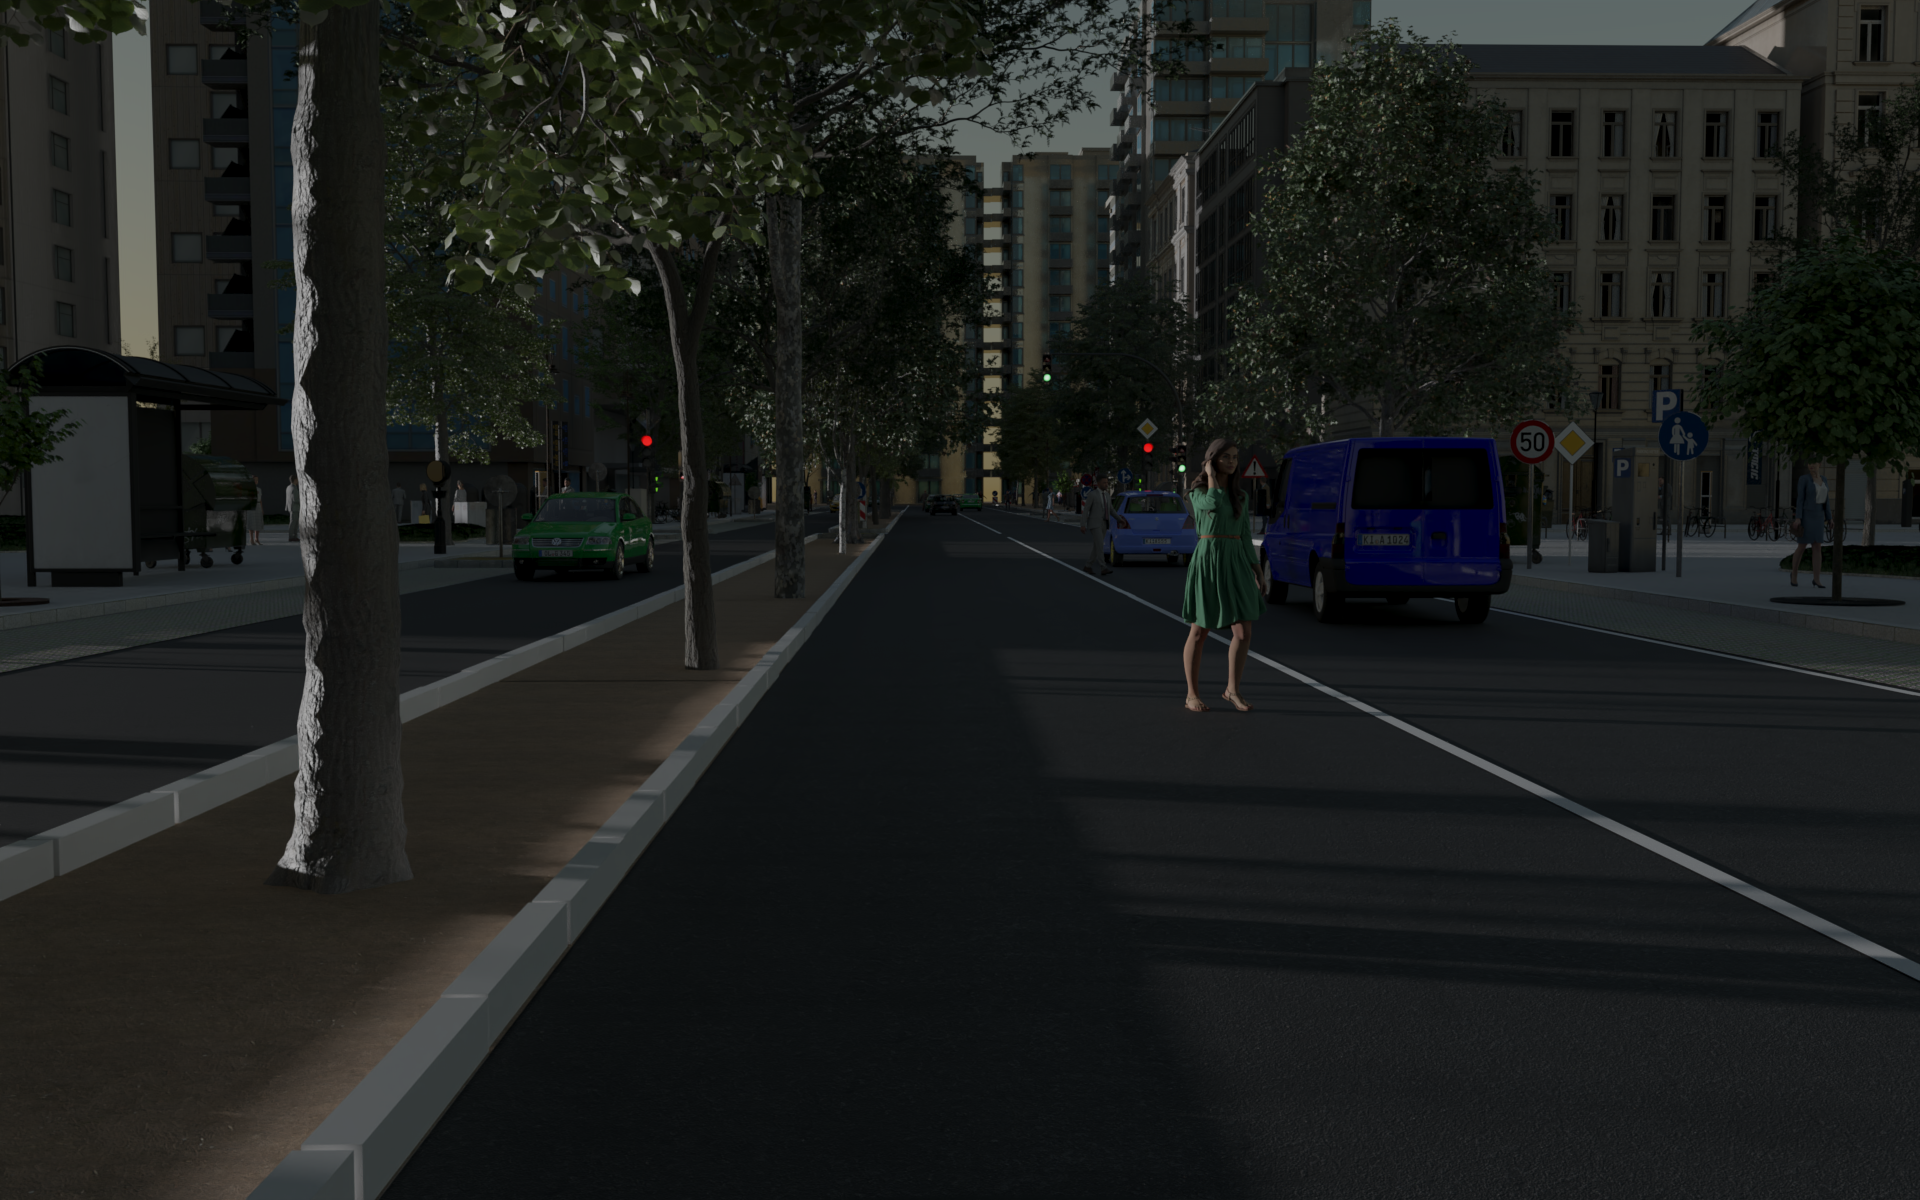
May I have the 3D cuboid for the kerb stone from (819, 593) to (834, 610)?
[{"bbox_3d":[-1.674,0.053,21.325,0.120,0.150,1.000,0,4,-1],"label":"kerb stone"}]

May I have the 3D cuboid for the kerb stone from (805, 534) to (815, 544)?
[{"bbox_3d":[-4.523,-1.824,52.024,0.120,0.150,1.000,0,4,-1],"label":"kerb stone"}]

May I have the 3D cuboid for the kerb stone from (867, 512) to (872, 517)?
[{"bbox_3d":[-6.165,-5.933,119.202,0.120,0.150,1.000,0,4,-1],"label":"kerb stone"}]

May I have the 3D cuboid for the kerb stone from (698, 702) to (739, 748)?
[{"bbox_3d":[-1.409,0.742,10.061,0.120,0.150,1.000,0,4,-1],"label":"kerb stone"}]

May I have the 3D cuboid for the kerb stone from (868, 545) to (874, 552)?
[{"bbox_3d":[-2.150,-1.137,40.806,0.120,0.150,1.000,0,4,-1],"label":"kerb stone"}]

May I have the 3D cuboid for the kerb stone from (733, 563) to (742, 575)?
[{"bbox_3d":[-3.998,-0.508,30.501,0.120,0.150,1.000,0,4,-1],"label":"kerb stone"}]

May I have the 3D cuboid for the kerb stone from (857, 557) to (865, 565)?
[{"bbox_3d":[-1.978,-0.700,33.634,0.120,0.150,1.000,0,4,-1],"label":"kerb stone"}]

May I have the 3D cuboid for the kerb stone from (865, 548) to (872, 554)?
[{"bbox_3d":[-2.105,-1.013,38.761,0.120,0.150,1.000,0,4,-1],"label":"kerb stone"}]

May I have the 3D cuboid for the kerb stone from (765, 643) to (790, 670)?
[{"bbox_3d":[-1.508,0.492,14.159,0.120,0.150,1.000,0,4,-1],"label":"kerb stone"}]

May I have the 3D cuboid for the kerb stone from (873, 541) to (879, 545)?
[{"bbox_3d":[-2.249,-1.386,44.917,0.120,0.150,1.000,0,4,-1],"label":"kerb stone"}]

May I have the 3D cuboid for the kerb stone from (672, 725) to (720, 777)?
[{"bbox_3d":[-1.382,0.807,9.039,0.120,0.150,1.000,0,4,-1],"label":"kerb stone"}]

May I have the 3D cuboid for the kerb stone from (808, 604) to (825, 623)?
[{"bbox_3d":[-1.621,0.178,19.281,0.120,0.150,1.000,0,4,-1],"label":"kerb stone"}]

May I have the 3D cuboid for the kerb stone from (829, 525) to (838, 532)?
[{"bbox_3d":[-4.890,-2.735,66.926,0.120,0.150,1.000,0,4,-1],"label":"kerb stone"}]

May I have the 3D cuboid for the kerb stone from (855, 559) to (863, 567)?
[{"bbox_3d":[-1.954,-0.635,32.599,0.120,0.150,1.000,0,4,-1],"label":"kerb stone"}]

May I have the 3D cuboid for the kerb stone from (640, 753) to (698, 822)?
[{"bbox_3d":[-1.350,0.868,8.008,0.120,0.150,1.000,0,4,-1],"label":"kerb stone"}]

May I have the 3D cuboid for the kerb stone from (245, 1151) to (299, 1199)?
[{"bbox_3d":[-1.233,1.181,2.890,0.120,0.150,1.000,0,4,-1],"label":"kerb stone"}]

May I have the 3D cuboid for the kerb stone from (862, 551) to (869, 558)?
[{"bbox_3d":[-2.048,-0.887,36.702,0.120,0.150,1.000,0,4,-1],"label":"kerb stone"}]

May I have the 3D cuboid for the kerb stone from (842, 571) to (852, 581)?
[{"bbox_3d":[-1.827,-0.323,27.473,0.120,0.150,1.000,0,4,-1],"label":"kerb stone"}]

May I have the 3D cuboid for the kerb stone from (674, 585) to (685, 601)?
[{"bbox_3d":[-3.823,-0.070,23.344,0.120,0.150,1.000,0,4,-1],"label":"kerb stone"}]

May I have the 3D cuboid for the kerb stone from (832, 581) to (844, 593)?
[{"bbox_3d":[-1.751,-0.131,24.394,0.120,0.150,1.000,0,4,-1],"label":"kerb stone"}]

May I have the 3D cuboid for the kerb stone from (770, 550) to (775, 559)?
[{"bbox_3d":[-4.173,-0.945,37.664,0.120,0.150,1.000,0,4,-1],"label":"kerb stone"}]

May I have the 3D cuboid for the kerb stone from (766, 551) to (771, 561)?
[{"bbox_3d":[-4.153,-0.883,36.639,0.120,0.150,1.000,0,4,-1],"label":"kerb stone"}]

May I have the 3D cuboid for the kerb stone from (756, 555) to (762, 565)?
[{"bbox_3d":[-4.103,-0.758,34.589,0.120,0.150,1.000,0,4,-1],"label":"kerb stone"}]

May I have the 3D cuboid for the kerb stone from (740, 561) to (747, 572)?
[{"bbox_3d":[-4.025,-0.570,31.523,0.120,0.150,1.000,0,4,-1],"label":"kerb stone"}]

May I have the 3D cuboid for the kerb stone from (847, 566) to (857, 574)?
[{"bbox_3d":[-1.879,-0.448,29.526,0.120,0.150,1.000,0,4,-1],"label":"kerb stone"}]

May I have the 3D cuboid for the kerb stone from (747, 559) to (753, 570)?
[{"bbox_3d":[-4.055,-0.628,32.546,0.120,0.150,1.000,0,4,-1],"label":"kerb stone"}]

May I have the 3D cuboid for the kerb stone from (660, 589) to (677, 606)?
[{"bbox_3d":[-3.811,-0.006,22.312,0.120,0.150,1.000,0,4,-1],"label":"kerb stone"}]

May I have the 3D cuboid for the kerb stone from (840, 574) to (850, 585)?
[{"bbox_3d":[-1.803,-0.260,26.449,0.120,0.150,1.000,0,4,-1],"label":"kerb stone"}]

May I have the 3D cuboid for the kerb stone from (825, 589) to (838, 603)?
[{"bbox_3d":[-1.697,-0.008,22.346,0.120,0.150,1.000,0,4,-1],"label":"kerb stone"}]

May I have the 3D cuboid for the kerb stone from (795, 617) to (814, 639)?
[{"bbox_3d":[-1.570,0.304,17.224,0.120,0.150,1.000,0,4,-1],"label":"kerb stone"}]

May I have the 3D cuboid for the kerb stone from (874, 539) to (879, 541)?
[{"bbox_3d":[-2.278,-1.452,45.938,0.120,0.150,1.000,0,4,-1],"label":"kerb stone"}]

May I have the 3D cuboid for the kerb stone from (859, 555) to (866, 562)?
[{"bbox_3d":[-2.000,-0.762,34.659,0.120,0.150,1.000,0,4,-1],"label":"kerb stone"}]

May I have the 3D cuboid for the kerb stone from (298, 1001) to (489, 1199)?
[{"bbox_3d":[-1.251,1.118,3.917,0.120,0.150,1.000,0,4,-1],"label":"kerb stone"}]

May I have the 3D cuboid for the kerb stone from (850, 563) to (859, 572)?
[{"bbox_3d":[-1.913,-0.511,30.547,0.120,0.150,1.000,0,4,-1],"label":"kerb stone"}]

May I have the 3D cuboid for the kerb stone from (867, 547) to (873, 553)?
[{"bbox_3d":[-2.127,-1.076,39.783,0.120,0.150,1.000,0,4,-1],"label":"kerb stone"}]

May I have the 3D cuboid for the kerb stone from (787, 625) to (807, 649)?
[{"bbox_3d":[-1.550,0.367,16.203,0.120,0.150,1.000,0,4,-1],"label":"kerb stone"}]

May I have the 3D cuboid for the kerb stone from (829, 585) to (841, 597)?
[{"bbox_3d":[-1.725,-0.067,23.371,0.120,0.150,1.000,0,4,-1],"label":"kerb stone"}]

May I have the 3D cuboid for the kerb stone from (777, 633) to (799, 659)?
[{"bbox_3d":[-1.527,0.430,15.181,0.120,0.150,1.000,0,4,-1],"label":"kerb stone"}]

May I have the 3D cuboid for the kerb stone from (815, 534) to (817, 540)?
[{"bbox_3d":[-4.548,-1.887,53.050,0.120,0.150,1.000,0,4,-1],"label":"kerb stone"}]

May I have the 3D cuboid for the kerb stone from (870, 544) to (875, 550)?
[{"bbox_3d":[-2.178,-1.201,41.828,0.120,0.150,1.000,0,4,-1],"label":"kerb stone"}]

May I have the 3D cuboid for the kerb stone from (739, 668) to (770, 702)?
[{"bbox_3d":[-1.452,0.617,12.104,0.120,0.150,1.000,0,4,-1],"label":"kerb stone"}]

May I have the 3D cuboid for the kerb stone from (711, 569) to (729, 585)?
[{"bbox_3d":[-3.953,-0.376,28.456,0.120,0.150,1.000,0,4,-1],"label":"kerb stone"}]

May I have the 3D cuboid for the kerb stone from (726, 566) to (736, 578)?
[{"bbox_3d":[-3.976,-0.442,29.478,0.120,0.150,1.000,0,4,-1],"label":"kerb stone"}]

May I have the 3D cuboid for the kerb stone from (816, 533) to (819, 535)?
[{"bbox_3d":[-4.577,-1.950,54.079,0.120,0.150,1.000,0,4,-1],"label":"kerb stone"}]

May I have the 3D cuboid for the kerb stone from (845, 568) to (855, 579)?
[{"bbox_3d":[-1.854,-0.385,28.495,0.120,0.150,1.000,0,4,-1],"label":"kerb stone"}]

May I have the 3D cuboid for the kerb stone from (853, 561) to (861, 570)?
[{"bbox_3d":[-1.927,-0.574,31.573,0.120,0.150,1.000,0,4,-1],"label":"kerb stone"}]

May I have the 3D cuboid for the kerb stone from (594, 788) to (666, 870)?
[{"bbox_3d":[-1.330,0.930,6.987,0.120,0.150,1.000,0,4,-1],"label":"kerb stone"}]

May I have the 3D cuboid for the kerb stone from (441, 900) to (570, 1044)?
[{"bbox_3d":[-1.282,1.055,4.943,0.120,0.150,1.000,0,4,-1],"label":"kerb stone"}]

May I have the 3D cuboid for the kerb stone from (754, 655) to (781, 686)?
[{"bbox_3d":[-1.473,0.555,13.128,0.120,0.150,1.000,0,4,-1],"label":"kerb stone"}]

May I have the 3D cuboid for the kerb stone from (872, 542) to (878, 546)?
[{"bbox_3d":[-2.223,-1.324,43.886,0.120,0.150,1.000,0,4,-1],"label":"kerb stone"}]

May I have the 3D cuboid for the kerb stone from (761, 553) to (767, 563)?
[{"bbox_3d":[-4.121,-0.821,35.612,0.120,0.150,1.000,0,4,-1],"label":"kerb stone"}]

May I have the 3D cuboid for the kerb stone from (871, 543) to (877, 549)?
[{"bbox_3d":[-2.194,-1.263,42.850,0.120,0.150,1.000,0,4,-1],"label":"kerb stone"}]

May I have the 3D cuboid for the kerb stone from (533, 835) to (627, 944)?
[{"bbox_3d":[-1.301,0.993,5.965,0.120,0.150,1.000,0,4,-1],"label":"kerb stone"}]

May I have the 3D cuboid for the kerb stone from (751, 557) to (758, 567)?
[{"bbox_3d":[-4.074,-0.684,33.568,0.120,0.150,1.000,0,4,-1],"label":"kerb stone"}]

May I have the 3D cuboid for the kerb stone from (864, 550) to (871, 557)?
[{"bbox_3d":[-2.077,-0.950,37.734,0.120,0.150,1.000,0,4,-1],"label":"kerb stone"}]

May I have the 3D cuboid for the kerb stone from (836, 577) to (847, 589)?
[{"bbox_3d":[-1.777,-0.198,25.427,0.120,0.150,1.000,0,4,-1],"label":"kerb stone"}]

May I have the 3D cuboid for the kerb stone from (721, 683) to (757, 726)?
[{"bbox_3d":[-1.425,0.680,11.082,0.120,0.150,1.000,0,4,-1],"label":"kerb stone"}]

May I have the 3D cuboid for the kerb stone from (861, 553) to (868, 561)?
[{"bbox_3d":[-2.027,-0.824,35.681,0.120,0.150,1.000,0,4,-1],"label":"kerb stone"}]

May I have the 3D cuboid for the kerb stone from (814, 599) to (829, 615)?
[{"bbox_3d":[-1.651,0.119,20.303,0.120,0.150,1.000,0,4,-1],"label":"kerb stone"}]

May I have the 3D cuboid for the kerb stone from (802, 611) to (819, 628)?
[{"bbox_3d":[-1.600,0.247,18.252,0.120,0.150,1.000,0,4,-1],"label":"kerb stone"}]
